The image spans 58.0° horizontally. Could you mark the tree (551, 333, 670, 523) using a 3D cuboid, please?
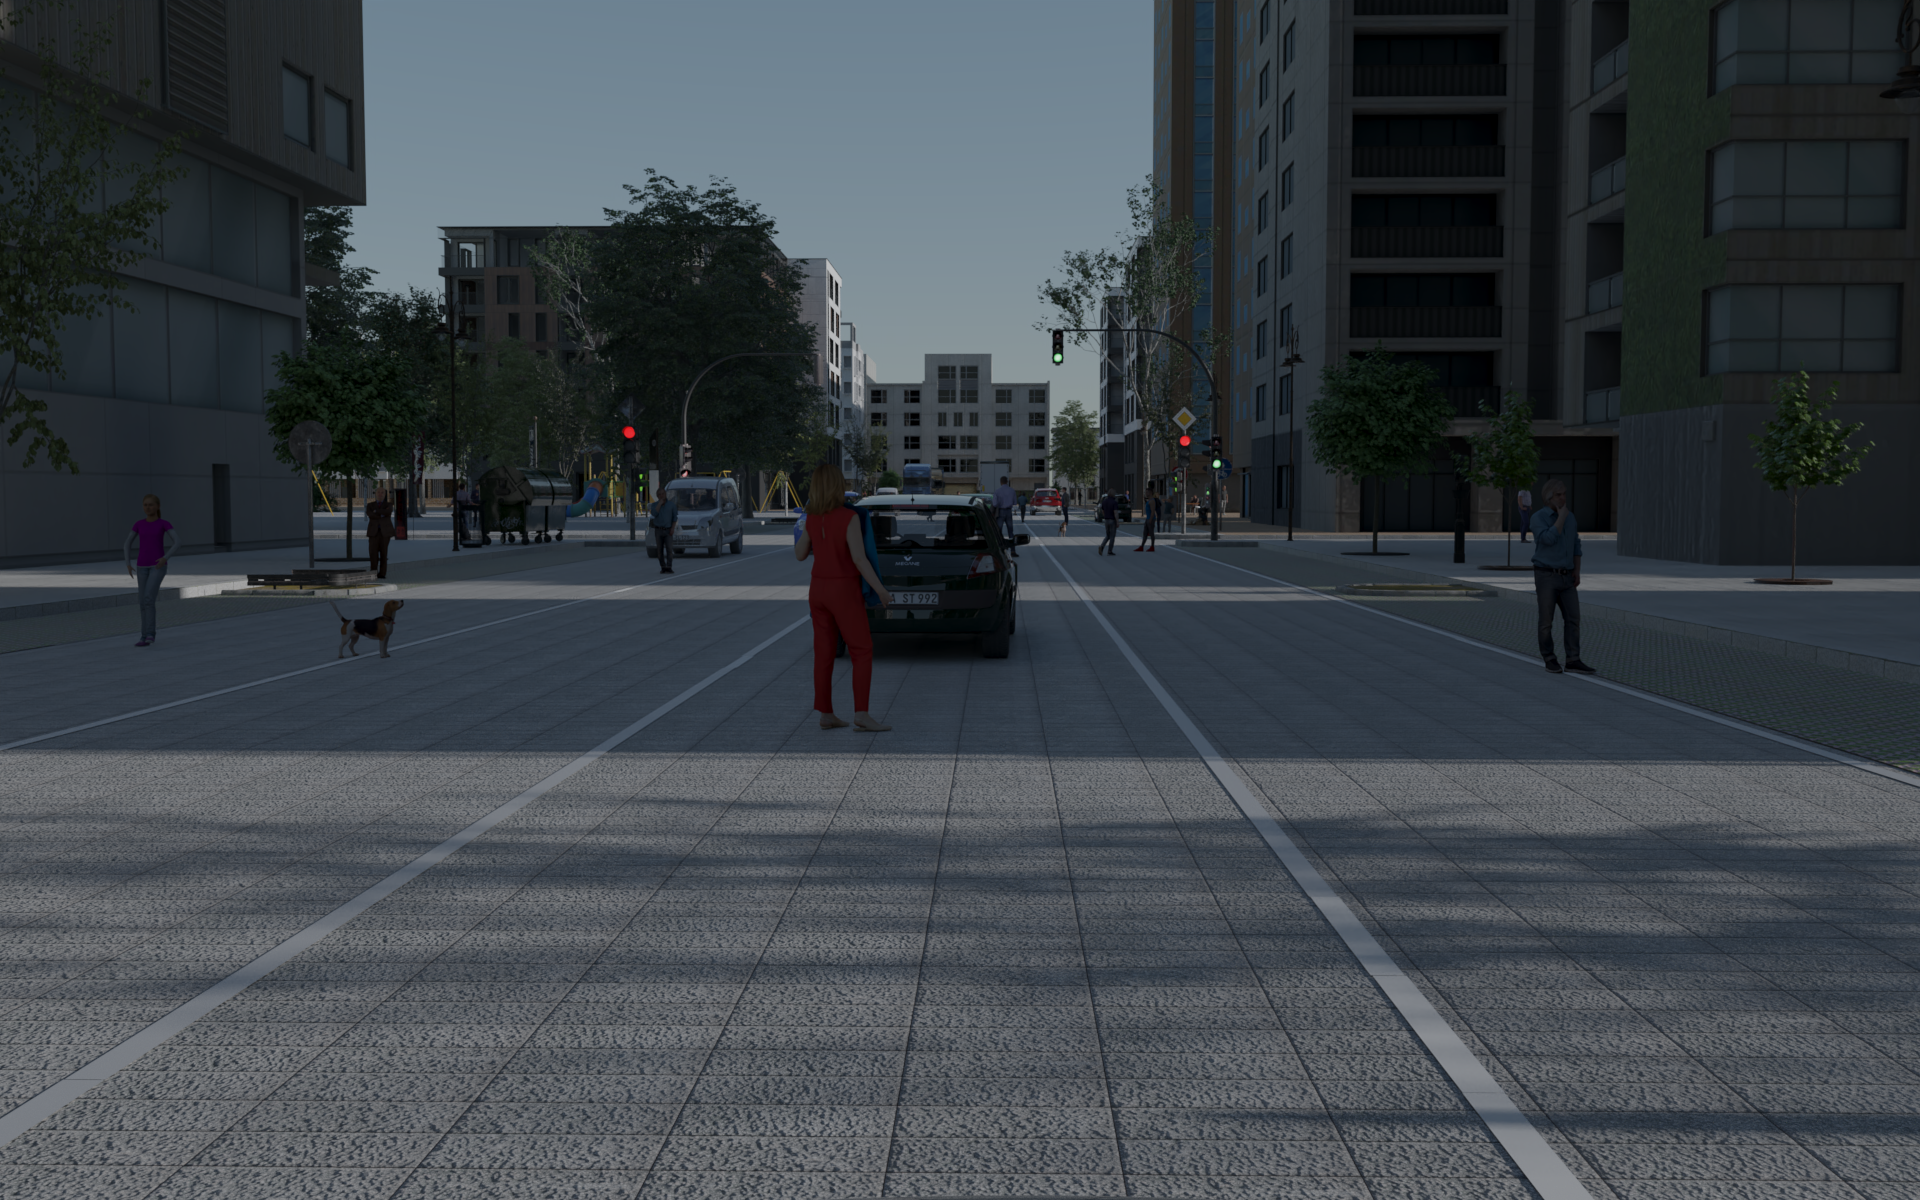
[{"bbox_3d":[-15.023,-7.740,76.904,4.737,8.622,4.395,0,3,0],"label":"tree"}]

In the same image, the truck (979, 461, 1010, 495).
[{"bbox_3d":[3.060,-10.035,152.978,2.839,4.237,11.283,0,4,1],"label":"truck"}]

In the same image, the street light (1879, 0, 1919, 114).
[{"bbox_3d":[8.335,-2.560,14.646,0.468,5.910,1.993,0,4,1],"label":"street light"}]

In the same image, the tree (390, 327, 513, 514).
[{"bbox_3d":[-34.097,-11.762,110.435,7.486,12.596,7.792,0,3,0],"label":"tree"}]

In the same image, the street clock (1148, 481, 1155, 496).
[{"bbox_3d":[10.202,-5.377,92.476,0.358,2.002,0.471,-1,4,-15],"label":"street clock"}]

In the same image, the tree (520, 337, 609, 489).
[{"bbox_3d":[-18.523,-8.046,81.914,4.360,8.622,3.978,0,3,0],"label":"tree"}]

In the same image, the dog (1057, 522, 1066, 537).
[{"bbox_3d":[3.420,-2.360,57.866,0.540,0.507,0.406,3,5,39],"label":"dog"}]

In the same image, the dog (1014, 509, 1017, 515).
[{"bbox_3d":[3.815,-5.930,117.147,0.550,0.427,0.748,3,5,42],"label":"dog"}]

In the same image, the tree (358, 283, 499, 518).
[{"bbox_3d":[-29.990,-10.849,94.394,9.611,12.733,9.660,0,3,0],"label":"tree"}]

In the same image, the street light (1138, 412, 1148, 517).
[{"bbox_3d":[10.315,-7.637,97.648,0.468,5.910,1.993,0,4,1],"label":"street light"}]

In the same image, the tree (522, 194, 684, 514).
[{"bbox_3d":[-20.451,-15.457,108.609,12.611,20.169,13.585,0,3,0],"label":"tree"}]

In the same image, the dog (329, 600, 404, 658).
[{"bbox_3d":[-5.200,0.250,15.198,0.540,0.507,0.406,-2,4,-35],"label":"dog"}]

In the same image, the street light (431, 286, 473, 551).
[{"bbox_3d":[-11.328,-4.034,38.745,0.468,5.910,1.993,0,4,1],"label":"street light"}]

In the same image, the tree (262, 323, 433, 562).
[{"bbox_3d":[-11.777,-3.029,33.233,4.285,4.588,4.351,0,3,0],"label":"tree"}]

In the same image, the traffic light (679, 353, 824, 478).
[{"bbox_3d":[-6.805,-4.976,56.031,4.771,5.953,1.251,0,4,1],"label":"traffic light"}]

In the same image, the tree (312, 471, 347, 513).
[{"bbox_3d":[-53.017,-13.342,119.968,18.604,14.587,13.155,-3,5,-40],"label":"tree"}]

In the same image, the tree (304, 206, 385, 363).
[{"bbox_3d":[-26.398,-9.683,64.965,9.857,13.997,8.962,0,3,0],"label":"tree"}]

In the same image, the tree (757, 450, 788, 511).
[{"bbox_3d":[-14.416,-10.911,128.750,4.360,8.622,3.978,0,3,0],"label":"tree"}]

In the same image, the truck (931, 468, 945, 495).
[{"bbox_3d":[-2.999,-11.993,185.000,2.839,4.237,11.283,0,4,0],"label":"truck"}]

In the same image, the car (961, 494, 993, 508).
[{"bbox_3d":[0.548,-2.971,60.368,2.131,1.459,4.920,0,4,2],"label":"car"}]

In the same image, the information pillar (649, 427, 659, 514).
[{"bbox_3d":[-10.721,-4.244,60.746,0.183,3.616,0.504,-3,5,-42],"label":"information pillar"}]

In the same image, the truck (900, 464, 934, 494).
[{"bbox_3d":[-3.563,-10.413,160.008,2.967,4.110,18.799,0,4,2],"label":"truck"}]

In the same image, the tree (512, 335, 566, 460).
[{"bbox_3d":[-31.641,-12.604,124.204,7.486,12.596,7.792,0,3,0],"label":"tree"}]

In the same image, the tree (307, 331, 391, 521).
[{"bbox_3d":[-27.896,-7.587,74.408,4.737,8.622,4.395,0,3,0],"label":"tree"}]

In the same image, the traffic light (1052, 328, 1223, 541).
[{"bbox_3d":[4.897,-4.461,47.608,4.771,5.953,1.251,0,4,1],"label":"traffic light"}]

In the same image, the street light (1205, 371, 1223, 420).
[{"bbox_3d":[9.497,-5.634,64.909,0.468,5.910,1.993,0,4,1],"label":"street light"}]

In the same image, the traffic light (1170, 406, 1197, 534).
[{"bbox_3d":[7.179,-4.083,55.683,0.839,4.253,0.868,0,4,1],"label":"traffic light"}]

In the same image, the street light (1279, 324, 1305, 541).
[{"bbox_3d":[9.035,-4.553,47.226,0.468,5.910,1.993,0,4,1],"label":"street light"}]

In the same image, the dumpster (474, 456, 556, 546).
[{"bbox_3d":[-11.317,-2.532,43.896,1.502,2.255,1.985,0,4,2],"label":"dumpster"}]

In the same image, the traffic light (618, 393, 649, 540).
[{"bbox_3d":[-9.087,-3.617,48.063,0.839,4.253,0.868,0,4,1],"label":"traffic light"}]

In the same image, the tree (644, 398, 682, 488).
[{"bbox_3d":[-20.439,-10.539,122.668,4.360,8.622,3.978,0,3,0],"label":"tree"}]

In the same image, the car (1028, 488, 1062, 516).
[{"bbox_3d":[5.743,-6.579,116.236,2.281,1.827,5.304,0,4,1],"label":"car"}]

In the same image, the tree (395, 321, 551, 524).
[{"bbox_3d":[-21.091,-7.624,75.017,4.737,8.622,4.395,0,3,0],"label":"tree"}]

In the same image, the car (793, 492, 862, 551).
[{"bbox_3d":[-3.063,-2.007,42.398,1.945,1.707,3.694,0,4,2],"label":"car"}]

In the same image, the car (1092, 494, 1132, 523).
[{"bbox_3d":[7.739,-4.763,87.661,2.009,1.686,4.222,0,4,1],"label":"car"}]

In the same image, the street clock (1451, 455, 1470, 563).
[{"bbox_3d":[9.274,-1.685,32.115,0.358,2.002,0.471,1,4,9],"label":"street clock"}]

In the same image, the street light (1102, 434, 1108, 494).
[{"bbox_3d":[10.890,-9.641,130.411,0.468,5.910,1.993,0,4,1],"label":"street light"}]

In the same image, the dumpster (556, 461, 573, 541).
[{"bbox_3d":[-11.289,-2.667,46.095,1.502,2.255,1.985,0,4,1],"label":"dumpster"}]

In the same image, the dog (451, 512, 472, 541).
[{"bbox_3d":[-13.608,-2.038,47.699,0.800,0.831,0.513,-1,4,-20],"label":"dog"}]

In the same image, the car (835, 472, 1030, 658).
[{"bbox_3d":[-0.340,-0.412,16.519,2.009,1.686,4.222,0,4,3],"label":"car"}]
